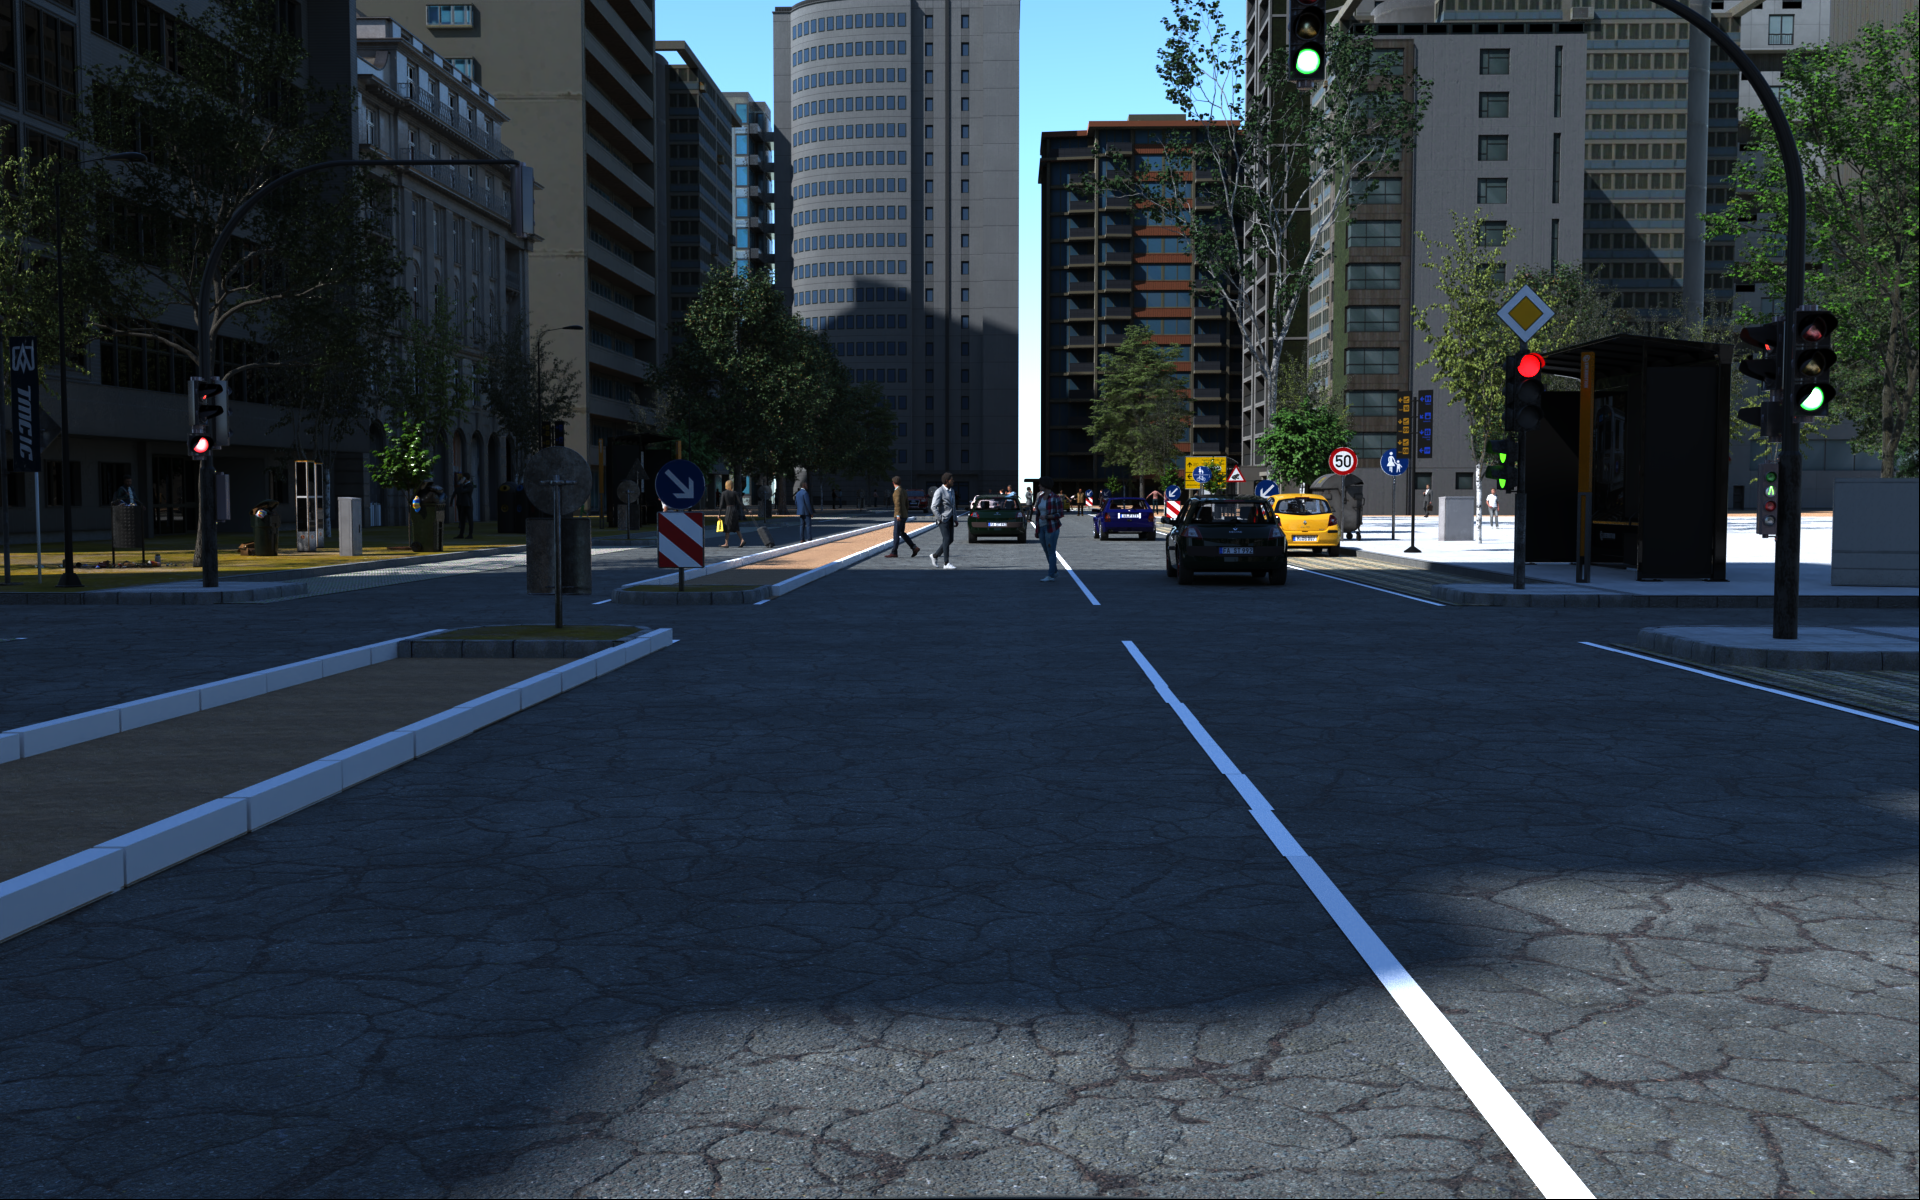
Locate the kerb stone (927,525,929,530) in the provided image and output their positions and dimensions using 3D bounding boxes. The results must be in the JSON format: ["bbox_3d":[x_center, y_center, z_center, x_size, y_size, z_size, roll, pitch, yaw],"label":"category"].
[{"bbox_3d":[-1.379,-2.727,66.779,0.120,0.150,1.000,0,4,2],"label":"kerb stone"}]

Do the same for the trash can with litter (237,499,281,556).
[{"bbox_3d":[-14.596,-1.500,35.915,1.055,1.170,0.624,2,4,30],"label":"trash can with litter"}]

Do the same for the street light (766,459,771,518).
[{"bbox_3d":[-9.826,-7.380,93.198,1.470,5.913,1.316,0,4,2],"label":"street light"}]

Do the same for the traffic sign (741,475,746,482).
[{"bbox_3d":[-11.868,-5.608,93.813,0.606,2.300,0.079,1,4,11],"label":"traffic sign"}]

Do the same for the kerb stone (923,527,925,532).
[{"bbox_3d":[-1.468,-2.539,63.707,0.120,0.150,1.000,0,4,2],"label":"kerb stone"}]

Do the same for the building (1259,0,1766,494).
[{"bbox_3d":[39.518,-26.757,129.364,32.217,40.220,23.993,0,4,2],"label":"building"}]

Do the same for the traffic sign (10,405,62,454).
[{"bbox_3d":[-13.221,-1.534,24.810,0.795,2.593,0.064,0,4,5],"label":"traffic sign"}]

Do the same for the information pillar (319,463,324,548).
[{"bbox_3d":[-15.252,-2.227,40.910,0.304,2.012,0.304,1,4,9],"label":"information pillar"}]

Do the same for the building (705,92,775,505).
[{"bbox_3d":[-36.432,-35.859,205.909,30.456,49.044,23.786,0,4,2],"label":"building"}]

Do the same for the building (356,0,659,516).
[{"bbox_3d":[-31.939,-29.725,109.697,21.300,48.544,21.600,0,4,2],"label":"building"}]

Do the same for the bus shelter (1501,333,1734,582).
[{"bbox_3d":[10.579,-2.271,28.410,1.731,3.624,6.357,0,4,2],"label":"bus shelter"}]

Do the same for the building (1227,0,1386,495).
[{"bbox_3d":[34.246,-43.586,150.881,20.563,71.187,20.611,0,4,2],"label":"building"}]

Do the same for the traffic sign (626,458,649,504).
[{"bbox_3d":[-11.685,-3.837,62.736,0.884,2.594,0.081,0,4,6],"label":"traffic sign"}]

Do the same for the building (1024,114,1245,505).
[{"bbox_3d":[22.006,-33.518,202.651,28.867,44.769,22.147,0,4,2],"label":"building"}]

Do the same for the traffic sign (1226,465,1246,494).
[{"bbox_3d":[12.234,-4.698,76.818,0.884,2.594,0.081,0,4,7],"label":"traffic sign"}]

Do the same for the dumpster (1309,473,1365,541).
[{"bbox_3d":[10.494,-2.593,48.162,1.264,1.857,1.865,0,4,2],"label":"dumpster"}]

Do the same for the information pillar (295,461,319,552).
[{"bbox_3d":[-14.400,-2.057,38.123,0.304,2.012,0.304,1,4,11],"label":"information pillar"}]

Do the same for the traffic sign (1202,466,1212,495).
[{"bbox_3d":[11.111,-4.833,79.126,0.768,2.556,0.104,1,4,10],"label":"traffic sign"}]

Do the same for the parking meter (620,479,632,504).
[{"bbox_3d":[-12.208,-3.517,63.218,0.255,1.863,0.399,3,4,38],"label":"parking meter"}]

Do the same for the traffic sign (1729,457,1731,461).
[{"bbox_3d":[11.894,-1.701,27.811,0.884,2.594,0.081,0,4,4],"label":"traffic sign"}]

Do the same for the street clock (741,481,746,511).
[{"bbox_3d":[-11.629,-5.366,92.302,0.471,2.002,0.358,-1,4,-17],"label":"street clock"}]

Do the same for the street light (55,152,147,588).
[{"bbox_3d":[-11.745,-3.129,23.700,1.470,5.913,1.316,0,4,2],"label":"street light"}]

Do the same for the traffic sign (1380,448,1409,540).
[{"bbox_3d":[12.117,-2.952,48.369,0.768,2.556,0.104,1,4,10],"label":"traffic sign"}]

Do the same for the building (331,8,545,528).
[{"bbox_3d":[-28.025,-14.351,76.435,13.314,21.916,24.055,0,4,2],"label":"building"}]

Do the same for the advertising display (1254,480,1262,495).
[{"bbox_3d":[13.853,-4.507,78.901,0.974,1.923,0.123,-1,4,-11],"label":"advertising display"}]

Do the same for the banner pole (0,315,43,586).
[{"bbox_3d":[-13.199,-2.093,24.240,0.863,3.779,0.401,1,4,15],"label":"banner pole"}]

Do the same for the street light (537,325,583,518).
[{"bbox_3d":[-11.063,-4.604,47.816,1.470,5.913,1.316,0,4,2],"label":"street light"}]

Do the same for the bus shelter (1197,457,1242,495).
[{"bbox_3d":[14.243,-6.249,96.093,2.014,3.302,5.546,0,4,2],"label":"bus shelter"}]

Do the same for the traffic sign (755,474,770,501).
[{"bbox_3d":[-11.218,-6.020,98.434,0.884,2.594,0.081,1,4,9],"label":"traffic sign"}]

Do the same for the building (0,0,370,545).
[{"bbox_3d":[-29.294,-14.086,49.370,14.314,24.678,30.058,0,4,2],"label":"building"}]

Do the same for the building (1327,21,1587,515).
[{"bbox_3d":[30.457,-20.703,110.198,14.160,30.474,14.107,0,4,2],"label":"building"}]

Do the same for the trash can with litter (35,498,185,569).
[{"bbox_3d":[-14.967,-1.182,30.375,2.233,1.210,1.678,0,4,-7],"label":"trash can with litter"}]

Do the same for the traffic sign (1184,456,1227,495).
[{"bbox_3d":[13.210,-6.073,93.159,2.265,3.308,0.079,0,4,2],"label":"traffic sign"}]

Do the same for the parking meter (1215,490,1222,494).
[{"bbox_3d":[13.430,-4.998,90.132,0.372,1.533,0.369,0,3,0],"label":"parking meter"}]

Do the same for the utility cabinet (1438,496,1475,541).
[{"bbox_3d":[13.631,-2.228,47.589,1.020,1.237,0.306,-2,4,-25],"label":"utility cabinet"}]

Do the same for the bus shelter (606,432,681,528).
[{"bbox_3d":[-12.580,-4.761,69.126,1.731,3.624,6.357,0,4,2],"label":"bus shelter"}]

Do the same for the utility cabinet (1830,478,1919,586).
[{"bbox_3d":[12.776,-0.941,24.060,1.173,1.500,0.318,2,4,25],"label":"utility cabinet"}]

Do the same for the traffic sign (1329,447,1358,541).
[{"bbox_3d":[10.364,-2.863,46.913,0.768,2.556,0.104,0,4,7],"label":"traffic sign"}]

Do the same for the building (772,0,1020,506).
[{"bbox_3d":[-7.163,-40.423,202.911,28.212,58.520,21.231,0,4,2],"label":"building"}]

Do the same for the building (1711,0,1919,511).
[{"bbox_3d":[68.425,-34.129,147.252,27.495,52.752,28.713,0,4,2],"label":"building"}]

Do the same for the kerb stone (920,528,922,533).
[{"bbox_3d":[-1.530,-2.414,61.659,0.120,0.150,1.000,0,4,2],"label":"kerb stone"}]

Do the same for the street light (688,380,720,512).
[{"bbox_3d":[-10.465,-5.992,70.507,1.470,5.913,1.316,0,4,2],"label":"street light"}]

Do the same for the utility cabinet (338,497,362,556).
[{"bbox_3d":[-12.773,-1.538,36.314,0.306,1.237,1.020,-1,4,-9],"label":"utility cabinet"}]

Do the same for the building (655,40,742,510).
[{"bbox_3d":[-31.990,-27.927,148.488,23.993,40.220,32.217,0,4,2],"label":"building"}]

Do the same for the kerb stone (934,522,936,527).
[{"bbox_3d":[-1.205,-3.102,72.932,0.120,0.150,1.000,0,4,2],"label":"kerb stone"}]

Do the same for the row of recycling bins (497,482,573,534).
[{"bbox_3d":[-13.799,-3.007,56.269,3.534,1.692,1.069,3,5,41],"label":"row of recycling bins"}]

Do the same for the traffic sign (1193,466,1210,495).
[{"bbox_3d":[10.913,-4.792,78.458,0.768,2.556,0.104,0,4,5],"label":"traffic sign"}]

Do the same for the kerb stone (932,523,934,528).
[{"bbox_3d":[-1.267,-2.976,70.882,0.120,0.150,1.000,0,4,2],"label":"kerb stone"}]

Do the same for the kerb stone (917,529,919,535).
[{"bbox_3d":[-1.589,-2.287,59.591,0.120,0.150,1.000,0,4,2],"label":"kerb stone"}]
